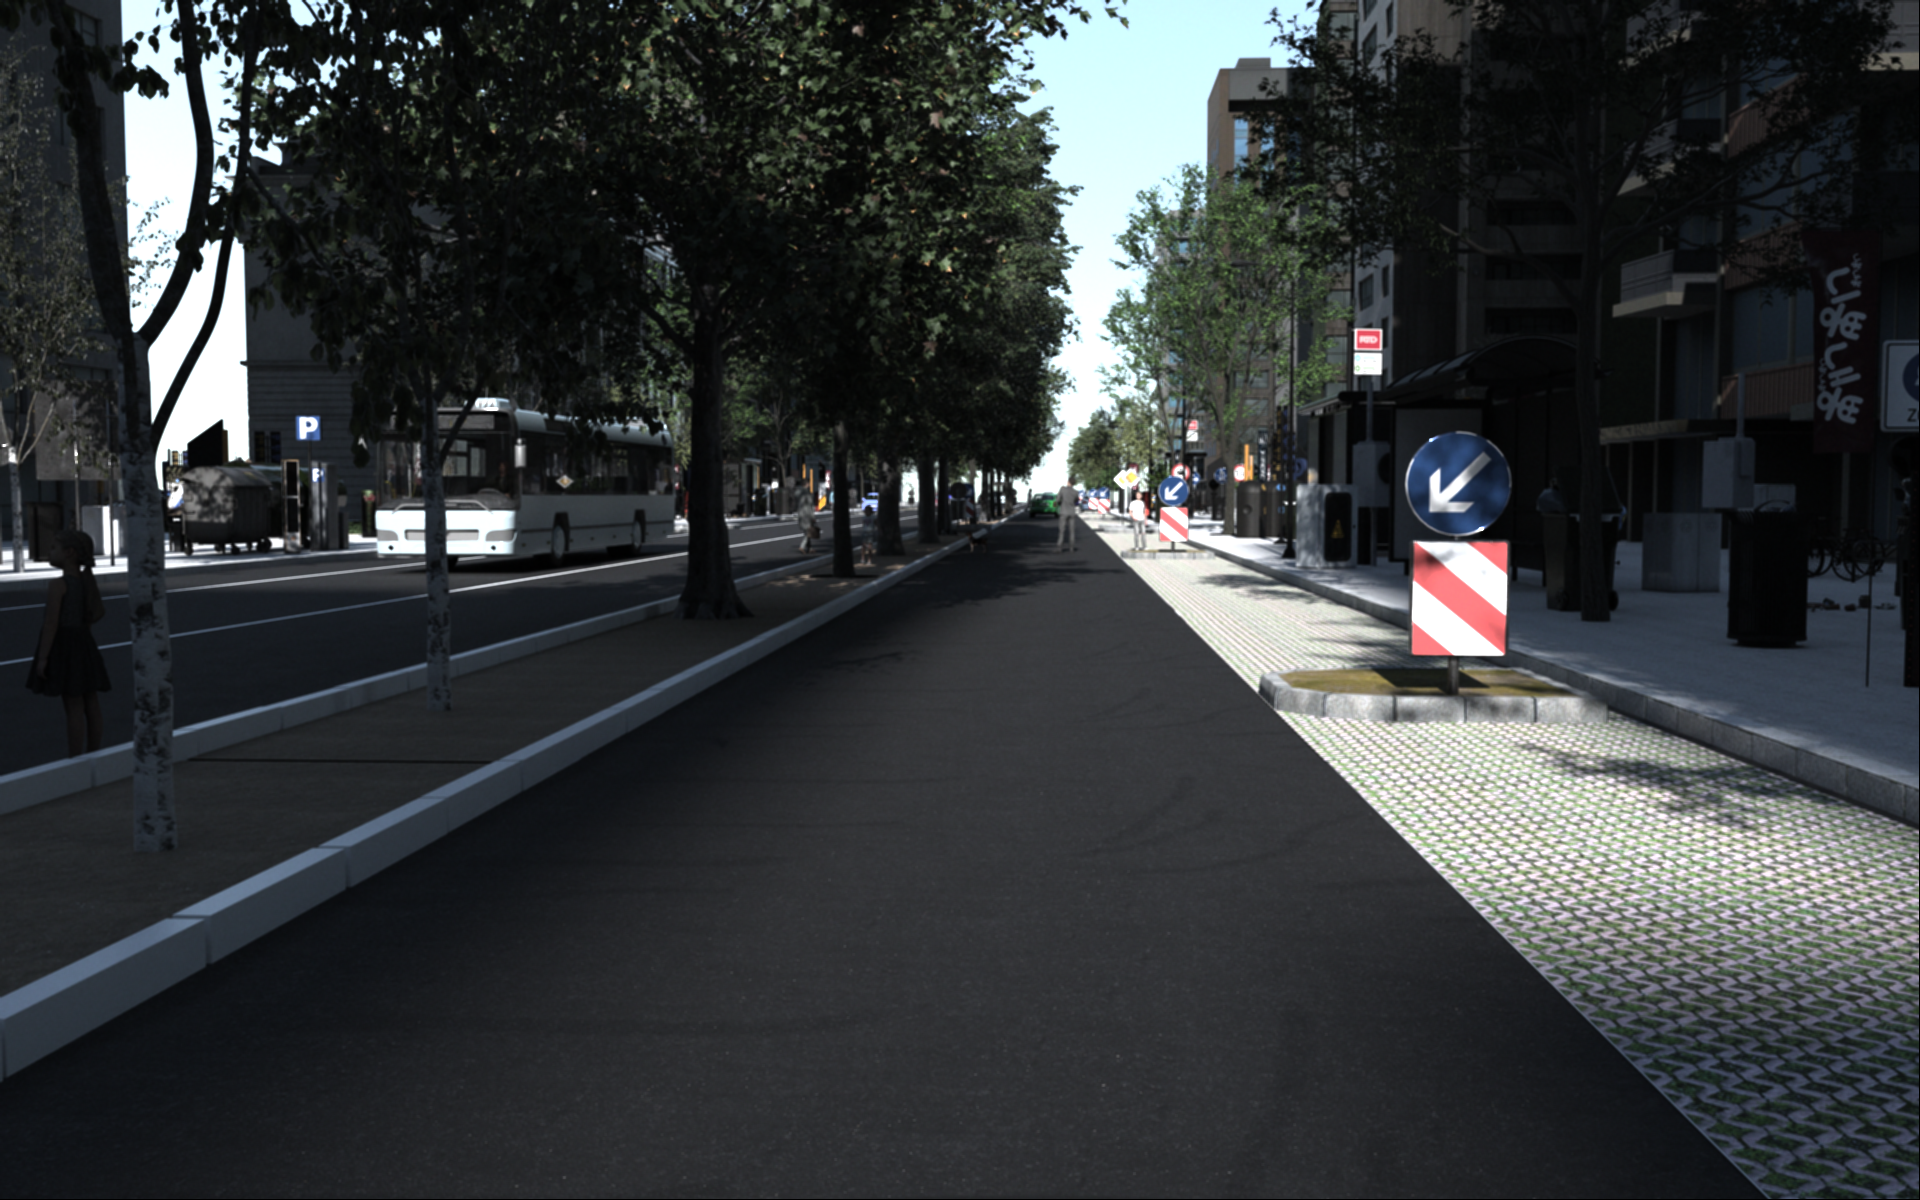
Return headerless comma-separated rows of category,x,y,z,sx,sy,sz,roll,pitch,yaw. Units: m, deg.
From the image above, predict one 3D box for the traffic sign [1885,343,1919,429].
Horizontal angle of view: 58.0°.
traffic sign,6.450,-0.578,11.587,0.606,2.300,0.079,0,4,6

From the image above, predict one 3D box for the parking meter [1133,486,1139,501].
parking meter,12.239,-7.027,120.610,0.399,1.863,0.255,-2,4,-32

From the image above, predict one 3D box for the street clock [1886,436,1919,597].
street clock,11.849,-1.045,21.661,0.471,2.002,0.358,1,4,13

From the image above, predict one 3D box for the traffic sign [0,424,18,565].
traffic sign,-17.413,-1.910,31.337,0.768,2.556,0.104,0,4,3

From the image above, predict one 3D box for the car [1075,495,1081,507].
car,12.626,-10.145,178.450,1.945,1.354,3.894,0,4,4

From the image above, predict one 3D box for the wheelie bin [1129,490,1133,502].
wheelie bin,14.379,-8.284,143.349,0.693,1.594,0.980,-2,4,-35

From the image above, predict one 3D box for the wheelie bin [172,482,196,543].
wheelie bin,-20.161,-2.281,45.209,0.980,1.594,0.693,2,4,23

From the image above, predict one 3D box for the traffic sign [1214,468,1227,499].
traffic sign,12.795,-5.164,84.534,0.768,2.556,0.104,1,4,12

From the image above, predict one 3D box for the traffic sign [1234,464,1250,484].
traffic sign,12.037,-4.543,74.381,0.768,2.556,0.104,1,4,11

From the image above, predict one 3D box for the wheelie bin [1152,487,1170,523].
wheelie bin,8.940,-4.179,76.232,0.980,1.594,0.693,0,4,-1

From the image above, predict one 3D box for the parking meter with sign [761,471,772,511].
parking meter with sign,-14.488,-8.145,129.431,1.738,3.016,0.543,3,4,36

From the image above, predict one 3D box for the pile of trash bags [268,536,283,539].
pile of trash bags,-20.386,-2.497,50.572,1.912,1.369,3.447,-2,4,-33

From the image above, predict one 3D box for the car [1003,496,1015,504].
car,7.217,-15.396,260.758,2.155,1.783,4.494,0,4,2

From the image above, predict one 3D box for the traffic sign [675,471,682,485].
traffic sign,-10.765,-3.735,64.713,0.795,2.450,0.064,0,4,3

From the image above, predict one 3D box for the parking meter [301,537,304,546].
parking meter,-16.531,-2.127,43.180,0.372,1.533,0.369,0,3,0

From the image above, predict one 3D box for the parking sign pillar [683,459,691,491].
parking sign pillar,-19.646,-8.451,126.641,1.447,3.967,1.447,3,4,38

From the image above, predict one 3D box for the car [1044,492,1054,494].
car,13.731,-15.899,268.626,2.281,1.827,5.304,0,4,4

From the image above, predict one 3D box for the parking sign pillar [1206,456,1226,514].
parking sign pillar,16.852,-7.647,113.504,1.447,3.967,1.447,1,4,22

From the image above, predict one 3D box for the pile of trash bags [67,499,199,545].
pile of trash bags,-20.441,-2.031,42.959,3.447,1.369,1.912,0,4,-8

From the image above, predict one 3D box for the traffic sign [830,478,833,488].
traffic sign,-10.043,-8.375,137.044,0.768,2.556,0.104,1,4,13

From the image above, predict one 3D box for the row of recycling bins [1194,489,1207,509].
row of recycling bins,19.497,-8.069,139.042,1.069,1.692,3.534,-1,4,-17

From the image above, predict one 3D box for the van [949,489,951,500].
van,-0.616,-11.497,192.358,2.240,2.365,5.245,0,4,4

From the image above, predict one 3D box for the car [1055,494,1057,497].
car,6.862,-7.422,131.143,2.009,1.686,4.222,0,4,4

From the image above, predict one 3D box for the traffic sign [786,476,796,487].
traffic sign,-12.175,-7.599,124.344,0.768,2.556,0.104,0,4,4

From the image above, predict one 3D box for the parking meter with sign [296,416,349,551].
parking meter with sign,-14.492,-2.646,39.520,0.543,3.016,1.738,0,4,2

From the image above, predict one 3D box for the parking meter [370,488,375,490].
parking meter,-24.775,-3.968,73.293,0.372,1.533,0.369,0,3,0

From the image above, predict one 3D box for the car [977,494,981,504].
car,3.576,-15.351,260.767,2.009,1.686,4.222,0,4,5

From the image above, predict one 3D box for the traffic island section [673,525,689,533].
traffic island section,-10.789,-2.599,64.776,2.009,0.180,2.903,0,4,3

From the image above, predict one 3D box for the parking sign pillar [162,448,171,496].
parking sign pillar,-46.449,-6.911,101.462,1.447,3.967,1.447,-2,4,-24

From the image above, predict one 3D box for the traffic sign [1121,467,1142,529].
traffic sign,6.302,-3.676,63.744,0.795,2.450,0.064,0,4,3

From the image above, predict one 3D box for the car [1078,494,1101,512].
car,9.857,-7.191,129.577,2.014,1.417,4.499,0,4,1

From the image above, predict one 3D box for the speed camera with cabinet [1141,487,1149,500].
speed camera with cabinet,15.222,-8.955,140.749,0.660,3.252,2.038,-3,4,-38

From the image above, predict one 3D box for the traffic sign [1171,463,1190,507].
traffic sign,9.174,-4.401,72.057,0.768,2.556,0.104,1,4,10

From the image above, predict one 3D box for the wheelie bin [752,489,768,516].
wheelie bin,-11.592,-5.687,100.885,0.980,1.594,0.693,-2,4,-31

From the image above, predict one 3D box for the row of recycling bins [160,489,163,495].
row of recycling bins,-63.918,-7.968,137.395,1.069,1.692,3.534,1,4,21

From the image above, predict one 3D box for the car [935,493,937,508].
car,-2.074,-9.229,159.926,2.155,1.783,4.494,0,4,2

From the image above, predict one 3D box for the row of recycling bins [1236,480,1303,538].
row of recycling bins,9.637,-2.716,51.517,3.534,1.692,1.069,-2,4,-33

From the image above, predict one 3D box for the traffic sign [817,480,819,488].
traffic sign,-10.023,-7.533,125.294,0.606,2.300,0.079,0,4,8

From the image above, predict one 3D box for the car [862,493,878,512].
car,-6.617,-7.668,134.959,1.945,1.707,3.694,0,4,4

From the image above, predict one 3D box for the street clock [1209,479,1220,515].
street clock,12.489,-4.926,85.109,0.471,2.002,0.358,2,4,29

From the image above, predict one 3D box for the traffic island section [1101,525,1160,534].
traffic island section,6.325,-2.541,63.820,2.009,0.180,2.903,0,4,3

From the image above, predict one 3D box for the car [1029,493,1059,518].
car,5.204,-5.956,106.172,1.959,1.807,4.718,0,4,4

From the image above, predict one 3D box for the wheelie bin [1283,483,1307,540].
wheelie bin,9.496,-2.489,48.603,0.693,1.594,0.980,-2,4,-29

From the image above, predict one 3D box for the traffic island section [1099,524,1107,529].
traffic island section,6.770,-3.028,71.793,2.009,0.180,2.903,0,4,3

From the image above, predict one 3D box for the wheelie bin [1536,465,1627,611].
wheelie bin,6.826,-0.688,19.153,0.980,1.594,0.693,0,4,-7

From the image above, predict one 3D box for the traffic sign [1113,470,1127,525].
traffic sign,6.746,-4.164,71.717,0.795,2.450,0.064,0,4,3

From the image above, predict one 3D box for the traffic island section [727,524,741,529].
traffic island section,-10.344,-3.087,72.748,2.009,0.180,2.903,0,4,3

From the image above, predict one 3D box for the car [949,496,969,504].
car,-0.020,-7.424,133.744,2.083,1.381,4.827,0,4,2

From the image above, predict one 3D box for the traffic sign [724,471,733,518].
traffic sign,-12.504,-5.662,92.682,0.768,2.556,0.104,1,4,13

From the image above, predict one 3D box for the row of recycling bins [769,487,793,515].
row of recycling bins,-11.078,-6.153,107.716,1.069,1.692,3.534,-1,4,-18

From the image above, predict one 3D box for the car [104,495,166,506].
car,-34.000,-3.714,70.944,3.980,1.641,2.015,0,4,4

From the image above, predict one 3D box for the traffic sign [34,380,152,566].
traffic sign,-15.487,-2.268,30.955,2.265,3.308,0.079,1,4,8

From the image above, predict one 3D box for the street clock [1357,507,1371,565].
street clock,7.345,-1.640,31.383,0.358,2.002,0.471,-2,4,-26

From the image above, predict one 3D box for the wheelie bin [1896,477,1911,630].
wheelie bin,9.109,-0.502,16.116,0.693,1.594,0.980,1,4,16

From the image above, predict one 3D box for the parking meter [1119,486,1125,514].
parking meter,10.653,-6.624,114.010,0.255,1.863,0.399,2,4,32

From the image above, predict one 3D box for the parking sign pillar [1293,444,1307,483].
parking sign pillar,18.495,-6.424,93.504,1.447,3.967,1.447,-1,4,-21

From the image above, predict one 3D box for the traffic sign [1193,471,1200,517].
traffic sign,13.093,-5.942,97.264,0.768,2.556,0.104,1,4,12

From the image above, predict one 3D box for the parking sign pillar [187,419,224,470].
parking sign pillar,-26.993,-4.508,62.171,1.447,3.967,1.447,0,4,2
